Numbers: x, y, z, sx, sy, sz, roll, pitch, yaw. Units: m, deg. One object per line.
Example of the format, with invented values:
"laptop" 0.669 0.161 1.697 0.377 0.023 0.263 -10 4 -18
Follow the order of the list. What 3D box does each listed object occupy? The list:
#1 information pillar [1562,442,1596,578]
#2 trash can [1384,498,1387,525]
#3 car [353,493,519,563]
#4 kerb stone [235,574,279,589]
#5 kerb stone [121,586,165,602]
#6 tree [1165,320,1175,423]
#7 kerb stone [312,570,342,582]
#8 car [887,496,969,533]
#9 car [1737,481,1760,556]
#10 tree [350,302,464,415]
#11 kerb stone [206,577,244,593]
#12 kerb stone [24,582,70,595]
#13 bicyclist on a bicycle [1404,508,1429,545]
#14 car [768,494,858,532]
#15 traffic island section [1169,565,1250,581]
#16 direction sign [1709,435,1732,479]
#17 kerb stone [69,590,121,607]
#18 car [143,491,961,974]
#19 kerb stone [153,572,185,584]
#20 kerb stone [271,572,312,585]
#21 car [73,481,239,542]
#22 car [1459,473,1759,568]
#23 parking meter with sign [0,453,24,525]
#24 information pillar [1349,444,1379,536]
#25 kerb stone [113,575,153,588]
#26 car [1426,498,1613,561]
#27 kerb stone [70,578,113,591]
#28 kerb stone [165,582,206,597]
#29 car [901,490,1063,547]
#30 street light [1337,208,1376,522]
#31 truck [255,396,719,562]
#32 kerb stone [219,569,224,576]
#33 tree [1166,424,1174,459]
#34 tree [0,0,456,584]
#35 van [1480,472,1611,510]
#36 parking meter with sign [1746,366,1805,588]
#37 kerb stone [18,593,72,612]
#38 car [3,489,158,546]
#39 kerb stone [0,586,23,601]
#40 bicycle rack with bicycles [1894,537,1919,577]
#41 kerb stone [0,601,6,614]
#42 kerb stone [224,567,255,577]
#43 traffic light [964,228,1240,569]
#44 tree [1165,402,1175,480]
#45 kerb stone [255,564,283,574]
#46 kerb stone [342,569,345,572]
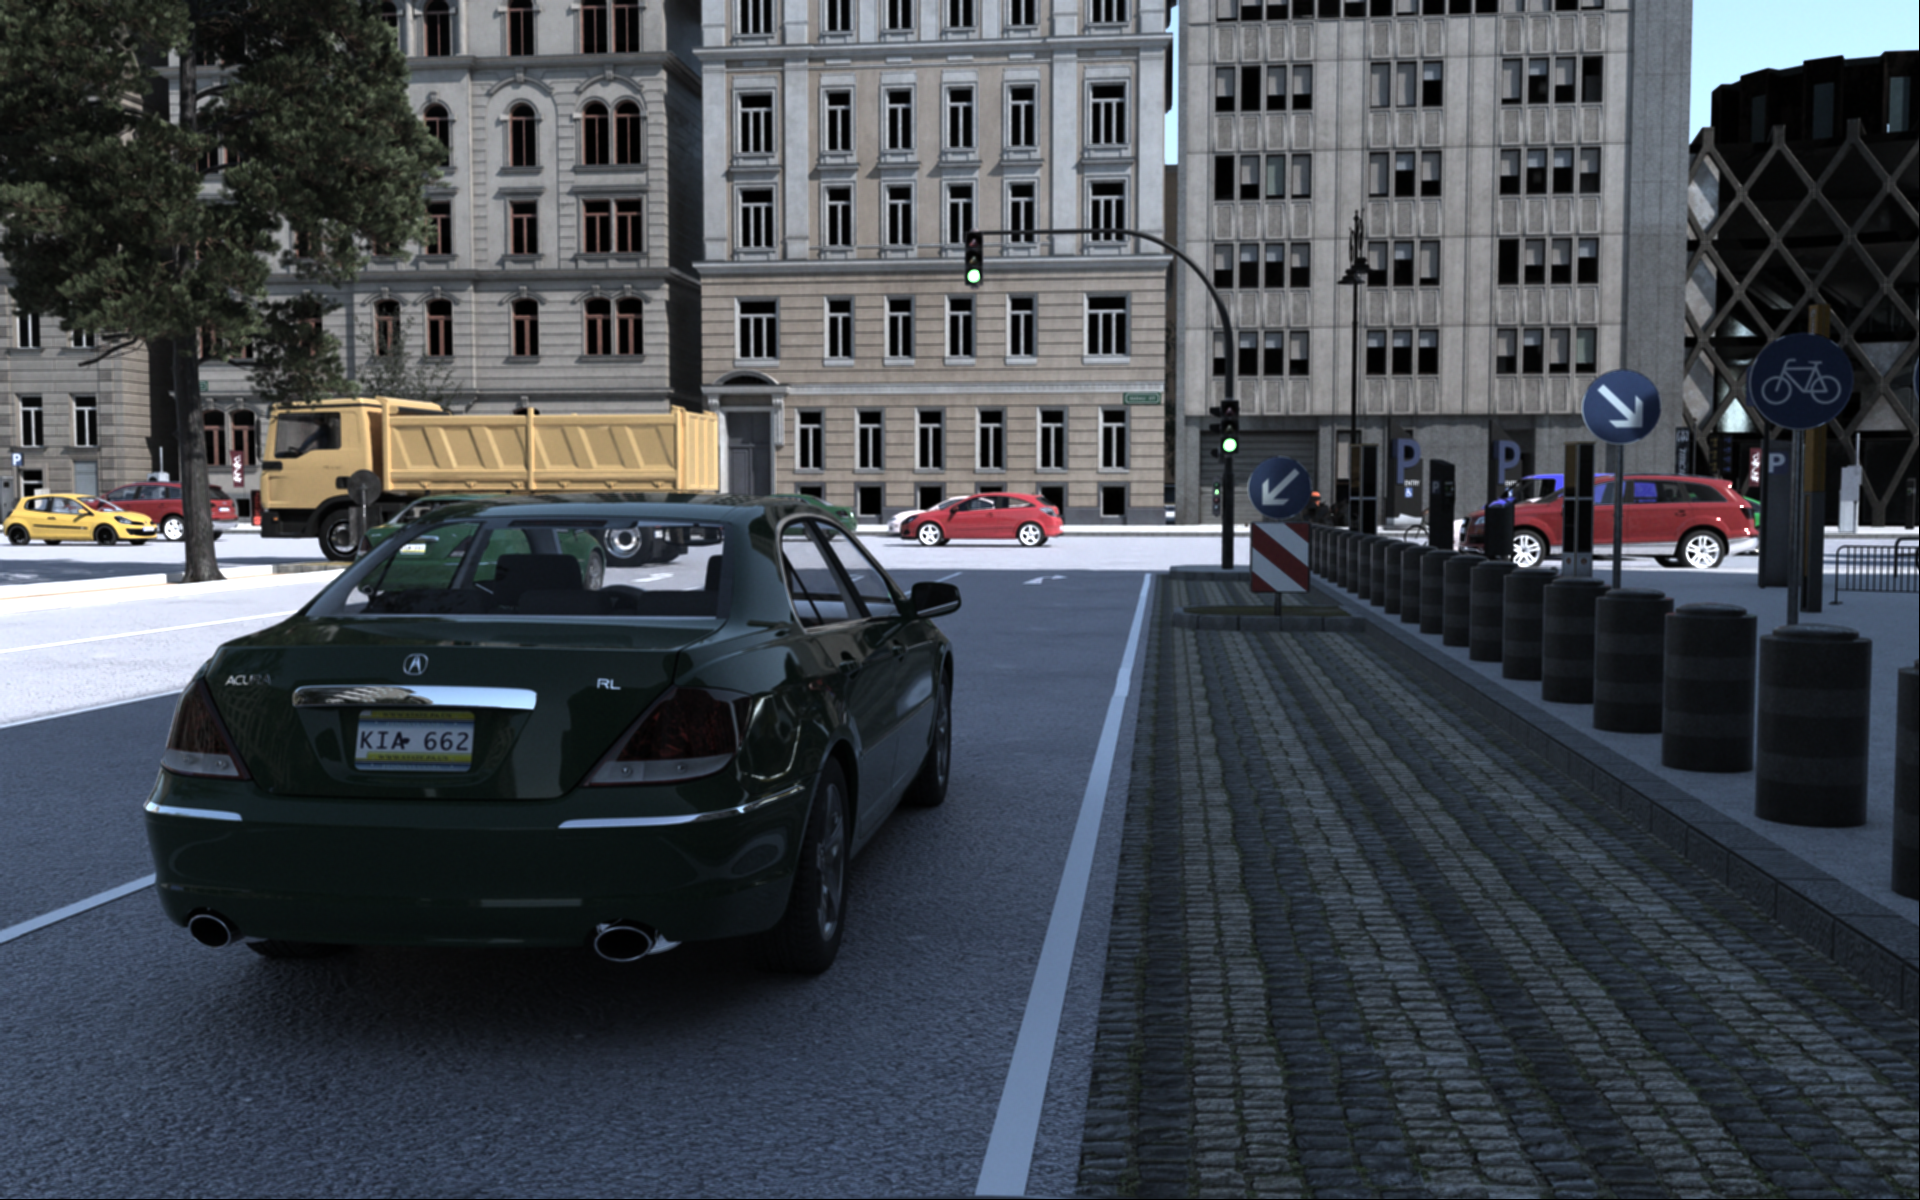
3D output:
"information pillar" 8.754 -1.225 24.522 0.304 2.012 0.304 -1 4 -18
"trash can" 17.283 -3.521 69.222 0.748 1.137 0.748 0 3 0
"car" -6.069 -0.651 22.442 2.131 1.459 4.920 0 4 7
"kerb stone" -10.797 -0.267 26.567 0.120 0.150 1.000 0 4 7
"kerb stone" -11.161 -0.079 23.492 0.120 0.150 1.000 0 4 7
"tree" 24.770 -20.383 189.157 12.611 20.169 13.585 0 3 0
"kerb stone" -10.550 -0.389 28.618 0.120 0.150 1.000 0 4 7
"car" -0.034 -2.768 57.627 4.827 1.381 2.083 0 4 7
"car" 17.334 -1.976 41.097 4.718 1.807 1.959 0 4 7
"tree" -21.474 -7.113 66.654 4.360 8.622 3.978 0 3 0
"kerb stone" -10.919 -0.205 25.548 0.120 0.150 1.000 0 4 7
"kerb stone" -13.124 -0.156 24.755 0.120 0.150 1.000 0 4 7
"bicyclist on a bicycle" 12.318 -2.128 44.817 1.625 1.676 1.499 0 4 8
"car" -5.608 -2.526 53.097 4.920 1.459 2.131 0 4 6
"traffic island section" 4.598 -0.452 29.677 2.009 0.180 2.903 0 4 7
"direction sign" 29.051 -4.540 66.229 0.379 3.537 0.876 -3 5 -39
"kerb stone" -11.280 -0.017 22.472 0.120 0.150 1.000 0 4 7
"car" -1.121 0.313 6.683 2.131 1.459 4.920 0 4 6
"kerb stone" -12.756 -0.344 27.819 0.120 0.150 1.000 0 4 7
"kerb stone" -10.672 -0.328 27.599 0.120 0.150 1.000 0 4 7
"car" -24.799 -2.702 52.851 5.304 1.827 2.281 1 4 8
"car" 12.166 -1.468 32.671 5.304 1.827 2.281 0 4 8
"parking meter with sign" -40.151 -4.674 72.681 0.543 3.016 1.738 1 4 15
"information pillar" 5.949 -1.288 25.559 0.304 2.012 0.304 -1 4 -22
"kerb stone" -12.880 -0.282 26.801 0.120 0.150 1.000 0 4 7
"car" 12.813 -1.589 38.345 4.827 1.381 2.083 0 4 8
"kerb stone" -12.999 -0.215 25.776 0.120 0.150 1.000 0 4 7
"kerb stone" -11.040 -0.141 24.521 0.120 0.150 1.000 0 4 7
"car" 0.590 -2.360 47.627 4.494 1.783 2.155 1 4 9
"street light" 6.452 -3.399 28.358 0.468 5.910 1.993 0 4 7
"truck" -9.980 -2.408 35.294 9.791 3.379 3.469 0 4 7
"kerb stone" -12.634 -0.404 28.839 0.120 0.150 1.000 0 4 7
"tree" 18.800 -11.883 128.703 8.767 10.594 7.601 3 5 42
"tree" -12.198 -7.181 27.285 7.806 13.903 7.818 0 3 0
"van" 18.311 -2.921 52.144 5.245 2.365 2.240 0 4 5
"parking meter with sign" 11.494 -1.703 24.099 0.543 3.016 1.738 3 5 43
"kerb stone" -11.409 0.045 21.454 0.120 0.150 1.000 0 4 7
"car" -24.592 -2.342 48.517 3.980 1.641 2.015 0 4 6
"kerb stone" -13.247 -0.094 23.736 0.120 0.150 1.000 0 4 7
"bicycle rack with bicycles" 15.799 -0.787 26.244 2.925 0.926 2.852 -2 4 -27
"kerb stone" -11.526 0.108 20.435 0.120 0.150 1.000 0 4 7
"kerb stone" -12.523 -0.469 29.864 0.120 0.150 1.000 0 4 7
"traffic light" 2.472 -3.364 29.675 4.771 5.953 1.251 0 4 7
"tree" 22.731 -14.756 158.263 9.611 12.733 9.660 0 3 0
"kerb stone" -12.391 -0.531 30.882 0.120 0.150 1.000 0 4 7
"kerb stone" -10.425 -0.455 29.641 0.120 0.150 1.000 0 4 7
